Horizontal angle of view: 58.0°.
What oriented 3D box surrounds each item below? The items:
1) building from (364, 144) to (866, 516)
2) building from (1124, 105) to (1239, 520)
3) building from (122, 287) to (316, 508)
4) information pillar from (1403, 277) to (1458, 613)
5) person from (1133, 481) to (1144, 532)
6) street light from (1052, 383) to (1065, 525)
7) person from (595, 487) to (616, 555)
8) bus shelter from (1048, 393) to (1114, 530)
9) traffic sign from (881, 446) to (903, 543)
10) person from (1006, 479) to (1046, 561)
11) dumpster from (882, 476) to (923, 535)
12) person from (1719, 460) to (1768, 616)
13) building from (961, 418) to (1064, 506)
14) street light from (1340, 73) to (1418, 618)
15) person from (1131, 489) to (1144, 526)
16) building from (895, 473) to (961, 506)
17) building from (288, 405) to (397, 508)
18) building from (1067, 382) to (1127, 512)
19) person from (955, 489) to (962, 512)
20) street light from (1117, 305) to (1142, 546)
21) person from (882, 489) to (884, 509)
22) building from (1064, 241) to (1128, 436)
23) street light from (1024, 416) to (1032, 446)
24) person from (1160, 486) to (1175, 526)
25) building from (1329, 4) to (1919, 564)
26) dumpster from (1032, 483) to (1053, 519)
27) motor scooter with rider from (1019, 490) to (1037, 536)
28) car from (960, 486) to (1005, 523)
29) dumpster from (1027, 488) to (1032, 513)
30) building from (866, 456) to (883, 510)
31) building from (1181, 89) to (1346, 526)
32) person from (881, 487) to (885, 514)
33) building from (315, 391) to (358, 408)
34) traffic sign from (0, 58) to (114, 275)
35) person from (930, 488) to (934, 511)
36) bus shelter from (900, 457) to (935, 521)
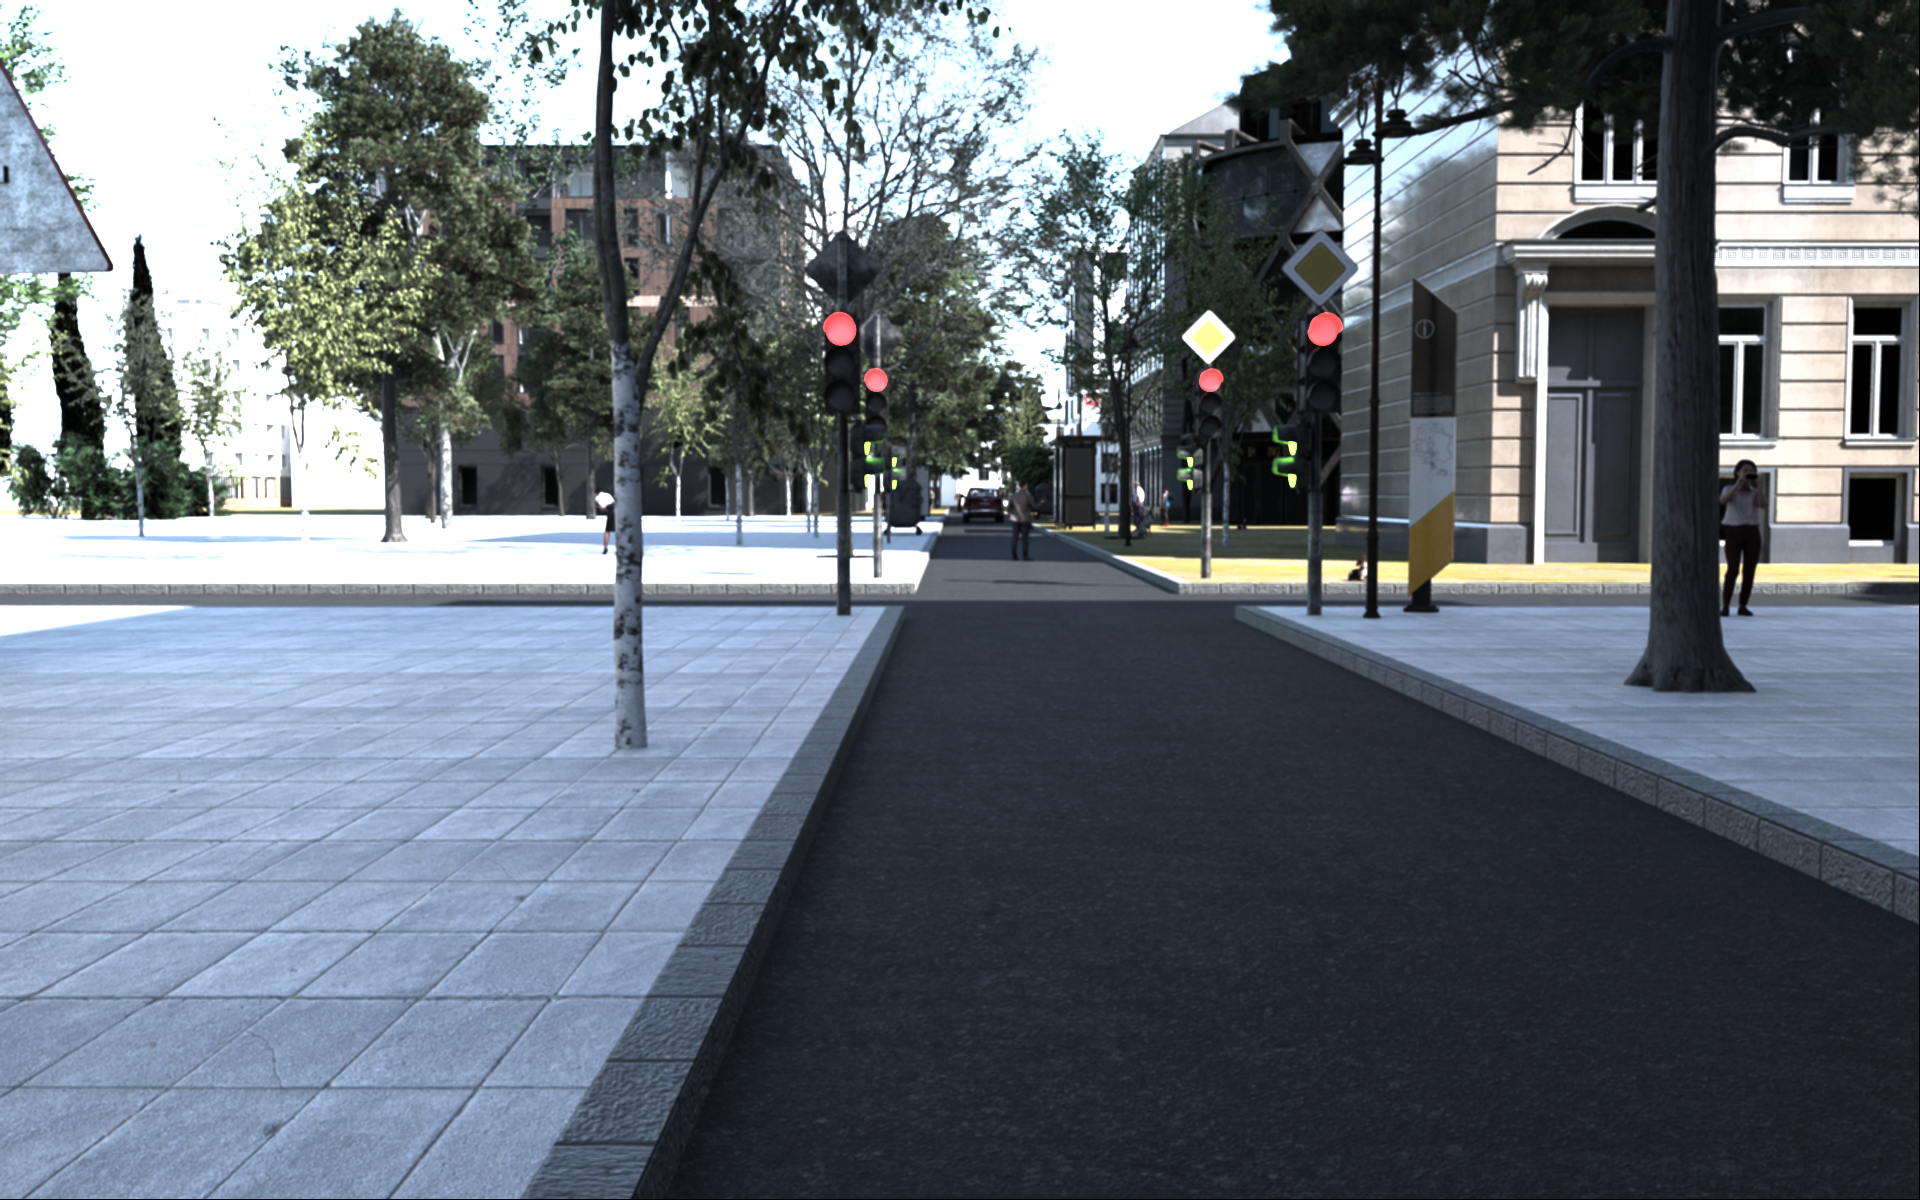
[{"bbox_3d":[-21.165,-16.749,117.822,27.936,21.610,32.646,0,4,0],"label":"building"},{"bbox_3d":[14.397,-14.885,92.513,9.793,20.994,18.267,0,4,0],"label":"building"},{"bbox_3d":[-70.308,-18.854,164.687,11.380,20.091,16.016,0,4,0],"label":"building"},{"bbox_3d":[5.098,-1.674,18.723,0.504,3.616,0.183,2,4,30],"label":"information pillar"},{"bbox_3d":[6.024,-3.179,58.952,0.436,1.711,0.756,1,4,19],"label":"person"},{"bbox_3d":[4.090,-6.055,71.780,0.468,5.910,1.993,0,4,0],"label":"street light"},{"bbox_3d":[-7.493,-1.687,36.814,0.799,1.438,0.628,1,4,9],"label":"person"},{"bbox_3d":[4.524,-5.418,66.213,2.179,5.291,8.768,0,3,0],"label":"bus shelter"},{"bbox_3d":[-1.867,-2.757,45.186,0.768,2.556,0.104,0,4,0],"label":"traffic sign"},{"bbox_3d":[1.429,-1.736,37.416,0.617,1.759,0.750,3,4,38],"label":"person"},{"bbox_3d":[-1.799,-2.975,54.396,1.264,1.857,1.865,0,3,0],"label":"dumpster"},{"bbox_3d":[8.251,-0.655,18.217,0.566,1.644,0.517,-3,5,-40],"label":"person"},{"bbox_3d":[13.887,-15.501,195.592,28.070,9.664,9.099,0,4,0],"label":"building"},{"bbox_3d":[4.268,-2.752,17.780,0.468,5.910,1.993,0,4,0],"label":"street light"},{"bbox_3d":[7.208,-3.746,69.977,0.574,1.496,0.600,1,4,15],"label":"person"},{"bbox_3d":[-14.181,-15.447,194.710,28.070,9.664,9.099,0,4,0],"label":"building"},{"bbox_3d":[-49.413,-13.838,168.401,28.070,9.664,9.099,0,4,0],"label":"building"},{"bbox_3d":[13.268,-11.264,126.311,9.099,9.664,28.070,0,4,0],"label":"building"},{"bbox_3d":[-0.006,-8.172,142.209,0.705,1.812,1.348,-3,5,-43],"label":"person"},{"bbox_3d":[4.138,-4.263,42.488,0.468,5.910,1.993,0,4,0],"label":"street light"},{"bbox_3d":[-6.547,-8.763,150.244,0.541,1.710,0.530,-1,4,-21],"label":"person"},{"bbox_3d":[23.176,-19.101,156.269,27.936,21.610,32.646,0,4,0],"label":"building"},{"bbox_3d":[3.974,-7.846,101.072,0.468,5.910,1.993,0,4,0],"label":"street light"},{"bbox_3d":[8.251,-3.756,69.315,0.662,1.594,0.647,2,4,30],"label":"person"},{"bbox_3d":[19.379,-15.367,37.151,20.117,28.700,13.634,0,4,0],"label":"building"},{"bbox_3d":[4.427,-5.017,87.780,1.264,1.857,1.865,0,4,0],"label":"dumpster"},{"bbox_3d":[2.105,-2.857,55.670,0.876,1.779,1.986,0,4,1],"label":"motor scooter with rider"},{"bbox_3d":[1.165,-4.872,88.326,2.281,1.827,5.304,0,4,-1],"label":"car"},{"bbox_3d":[4.030,-5.679,98.606,1.264,1.857,1.865,0,4,0],"label":"dumpster"},{"bbox_3d":[-21.343,-13.853,168.644,28.070,9.664,9.099,0,4,0],"label":"building"},{"bbox_3d":[17.948,-12.689,74.916,16.820,18.784,16.811,0,4,0],"label":"building"},{"bbox_3d":[-4.795,-6.456,112.127,0.721,1.766,1.217,3,5,42],"label":"person"},{"bbox_3d":[-73.454,-20.868,197.605,11.380,20.091,16.016,0,4,0],"label":"building"},{"bbox_3d":[-2.469,-0.258,4.217,0.884,2.594,0.081,1,4,10],"label":"traffic sign"},{"bbox_3d":[-2.339,-7.842,135.046,0.721,1.735,1.217,-2,4,-31],"label":"person"},{"bbox_3d":[-2.203,-5.576,85.088,2.014,3.302,5.546,0,3,0],"label":"bus shelter"}]
